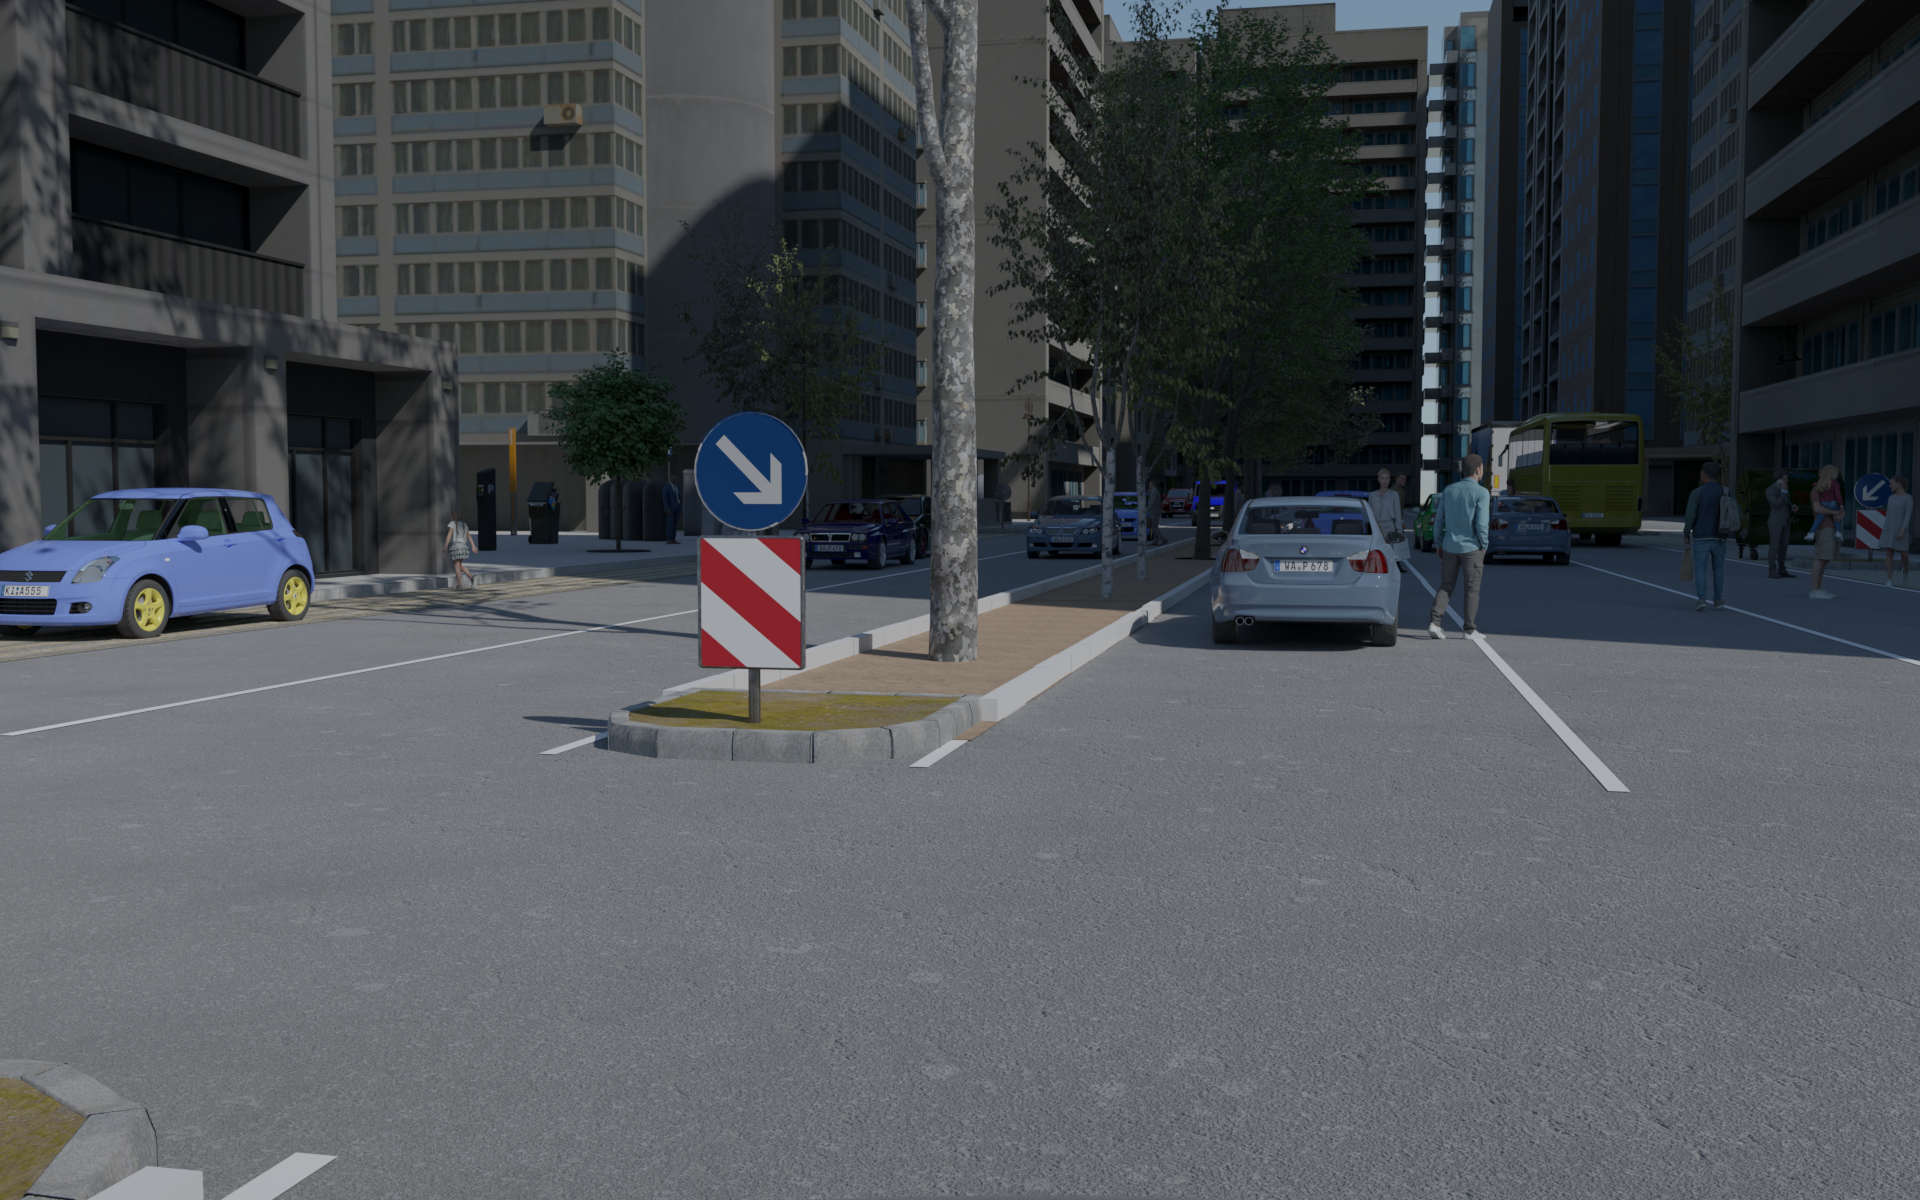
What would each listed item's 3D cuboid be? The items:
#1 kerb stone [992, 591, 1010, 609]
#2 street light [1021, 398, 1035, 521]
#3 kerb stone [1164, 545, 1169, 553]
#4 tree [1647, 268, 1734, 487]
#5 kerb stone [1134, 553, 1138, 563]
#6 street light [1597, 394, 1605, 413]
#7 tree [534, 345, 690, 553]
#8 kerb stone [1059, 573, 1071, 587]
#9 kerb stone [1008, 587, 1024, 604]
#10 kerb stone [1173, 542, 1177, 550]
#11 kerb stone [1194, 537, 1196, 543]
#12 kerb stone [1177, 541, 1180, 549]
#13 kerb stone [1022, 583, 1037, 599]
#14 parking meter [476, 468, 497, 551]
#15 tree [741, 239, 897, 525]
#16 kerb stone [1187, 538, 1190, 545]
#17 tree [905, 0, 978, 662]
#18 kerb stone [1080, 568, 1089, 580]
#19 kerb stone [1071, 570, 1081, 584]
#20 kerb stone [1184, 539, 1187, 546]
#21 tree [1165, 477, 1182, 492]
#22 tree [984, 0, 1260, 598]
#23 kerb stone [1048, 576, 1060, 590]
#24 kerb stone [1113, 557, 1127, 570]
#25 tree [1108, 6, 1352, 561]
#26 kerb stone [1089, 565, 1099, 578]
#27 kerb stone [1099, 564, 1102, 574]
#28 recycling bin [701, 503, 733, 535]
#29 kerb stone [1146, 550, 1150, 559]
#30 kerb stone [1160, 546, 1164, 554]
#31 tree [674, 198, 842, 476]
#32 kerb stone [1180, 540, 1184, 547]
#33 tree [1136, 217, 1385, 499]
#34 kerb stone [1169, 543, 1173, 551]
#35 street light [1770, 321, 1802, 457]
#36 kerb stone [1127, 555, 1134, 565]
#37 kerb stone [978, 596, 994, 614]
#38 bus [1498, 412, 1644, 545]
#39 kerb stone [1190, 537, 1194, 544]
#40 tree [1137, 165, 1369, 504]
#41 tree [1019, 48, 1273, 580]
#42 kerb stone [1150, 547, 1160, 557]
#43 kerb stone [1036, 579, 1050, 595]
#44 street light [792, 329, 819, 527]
[{"bbox_3d":[0.442,0.024,21.801,0.120,0.150,1.000,1,4,12],"label":"kerb stone"},{"bbox_3d":[3.248,-6.662,81.710,0.468,5.910,1.993,1,4,12],"label":"street light"},{"bbox_3d":[4.871,-1.201,41.838,0.120,0.150,1.000,1,4,12],"label":"kerb stone"},{"bbox_3d":[24.149,-6.368,54.477,4.737,8.622,4.395,0,3,0],"label":"tree"},{"bbox_3d":[3.535,-0.834,35.838,0.120,0.150,1.000,1,4,12],"label":"kerb stone"},{"bbox_3d":[29.635,-6.575,80.291,0.468,5.910,1.993,1,4,12],"label":"street light"},{"bbox_3d":[-7.676,-3.343,38.376,4.285,4.588,4.351,0,3,0],"label":"tree"},{"bbox_3d":[1.543,-0.282,26.813,0.120,0.150,1.000,1,4,12],"label":"kerb stone"},{"bbox_3d":[0.659,-0.037,22.800,0.120,0.150,1.000,1,4,12],"label":"kerb stone"},{"bbox_3d":[5.318,-1.317,43.842,0.120,0.150,1.000,1,4,12],"label":"kerb stone"},{"bbox_3d":[6.629,-1.687,49.839,0.120,0.150,1.000,1,4,12],"label":"kerb stone"},{"bbox_3d":[5.533,-1.383,44.841,0.120,0.150,1.000,1,4,12],"label":"kerb stone"},{"bbox_3d":[0.882,-0.098,23.798,0.120,0.150,1.000,1,4,12],"label":"kerb stone"},{"bbox_3d":[-10.708,-2.046,39.162,0.255,1.863,0.399,2,4,29],"label":"parking meter"},{"bbox_3d":[-4.293,-6.135,50.676,4.737,8.622,4.395,0,3,0],"label":"tree"},{"bbox_3d":[6.185,-1.569,47.843,0.120,0.150,1.000,1,4,12],"label":"kerb stone"},{"bbox_3d":[-1.060,-9.603,15.352,12.611,20.169,13.585,0,3,0],"label":"tree"},{"bbox_3d":[1.981,-0.406,28.827,0.120,0.150,1.000,1,4,12],"label":"kerb stone"},{"bbox_3d":[1.775,-0.344,27.826,0.120,0.150,1.000,1,4,12],"label":"kerb stone"},{"bbox_3d":[5.976,-1.507,46.842,0.120,0.150,1.000,1,4,12],"label":"kerb stone"},{"bbox_3d":[19.890,-10.257,162.298,1.663,3.219,1.824,0,3,0],"label":"tree"},{"bbox_3d":[2.061,-4.341,23.793,4.360,8.622,3.978,0,3,0],"label":"tree"},{"bbox_3d":[1.317,-0.221,25.812,0.120,0.150,1.000,1,4,12],"label":"kerb stone"},{"bbox_3d":[3.092,-0.712,33.830,0.120,0.150,1.000,1,4,12],"label":"kerb stone"},{"bbox_3d":[5.351,-6.663,37.153,9.928,11.665,9.643,0,3,0],"label":"tree"},{"bbox_3d":[2.215,-0.467,29.828,0.120,0.150,1.000,1,4,12],"label":"kerb stone"},{"bbox_3d":[2.439,-0.528,30.825,0.120,0.150,1.000,1,4,12],"label":"kerb stone"},{"bbox_3d":[-6.762,-2.187,48.306,0.722,1.027,0.722,1,4,10],"label":"recycling bin"},{"bbox_3d":[3.977,-0.957,37.841,0.120,0.150,1.000,1,4,12],"label":"kerb stone"},{"bbox_3d":[4.645,-1.140,40.841,0.120,0.150,1.000,1,4,12],"label":"kerb stone"},{"bbox_3d":[-5.189,-5.676,43.157,4.360,8.622,3.978,0,3,0],"label":"tree"},{"bbox_3d":[5.745,-1.438,45.841,0.120,0.150,1.000,1,4,12],"label":"kerb stone"},{"bbox_3d":[11.363,-8.970,66.125,9.611,12.733,9.660,0,3,0],"label":"tree"},{"bbox_3d":[5.086,-1.263,42.840,0.120,0.150,1.000,1,4,12],"label":"kerb stone"},{"bbox_3d":[22.092,-4.505,46.443,0.468,5.910,1.993,1,4,12],"label":"street light"},{"bbox_3d":[3.320,-0.773,34.838,0.120,0.150,1.000,1,4,12],"label":"kerb stone"},{"bbox_3d":[0.220,0.085,20.801,0.120,0.150,1.000,1,4,12],"label":"kerb stone"},{"bbox_3d":[18.026,-3.671,51.562,2.896,3.916,12.252,1,4,13],"label":"bus"},{"bbox_3d":[6.414,-1.630,48.839,0.120,0.150,1.000,1,4,12],"label":"kerb stone"},{"bbox_3d":[9.447,-8.343,56.993,7.486,12.596,7.792,0,3,0],"label":"tree"},{"bbox_3d":[3.014,-4.619,28.334,4.737,8.622,4.395,0,3,0],"label":"tree"},{"bbox_3d":[4.426,-1.079,39.840,0.120,0.150,1.000,1,4,12],"label":"kerb stone"},{"bbox_3d":[1.104,-0.159,24.801,0.120,0.150,1.000,1,4,12],"label":"kerb stone"},{"bbox_3d":[-4.264,-4.564,47.409,0.468,5.910,1.993,1,4,12],"label":"street light"}]
